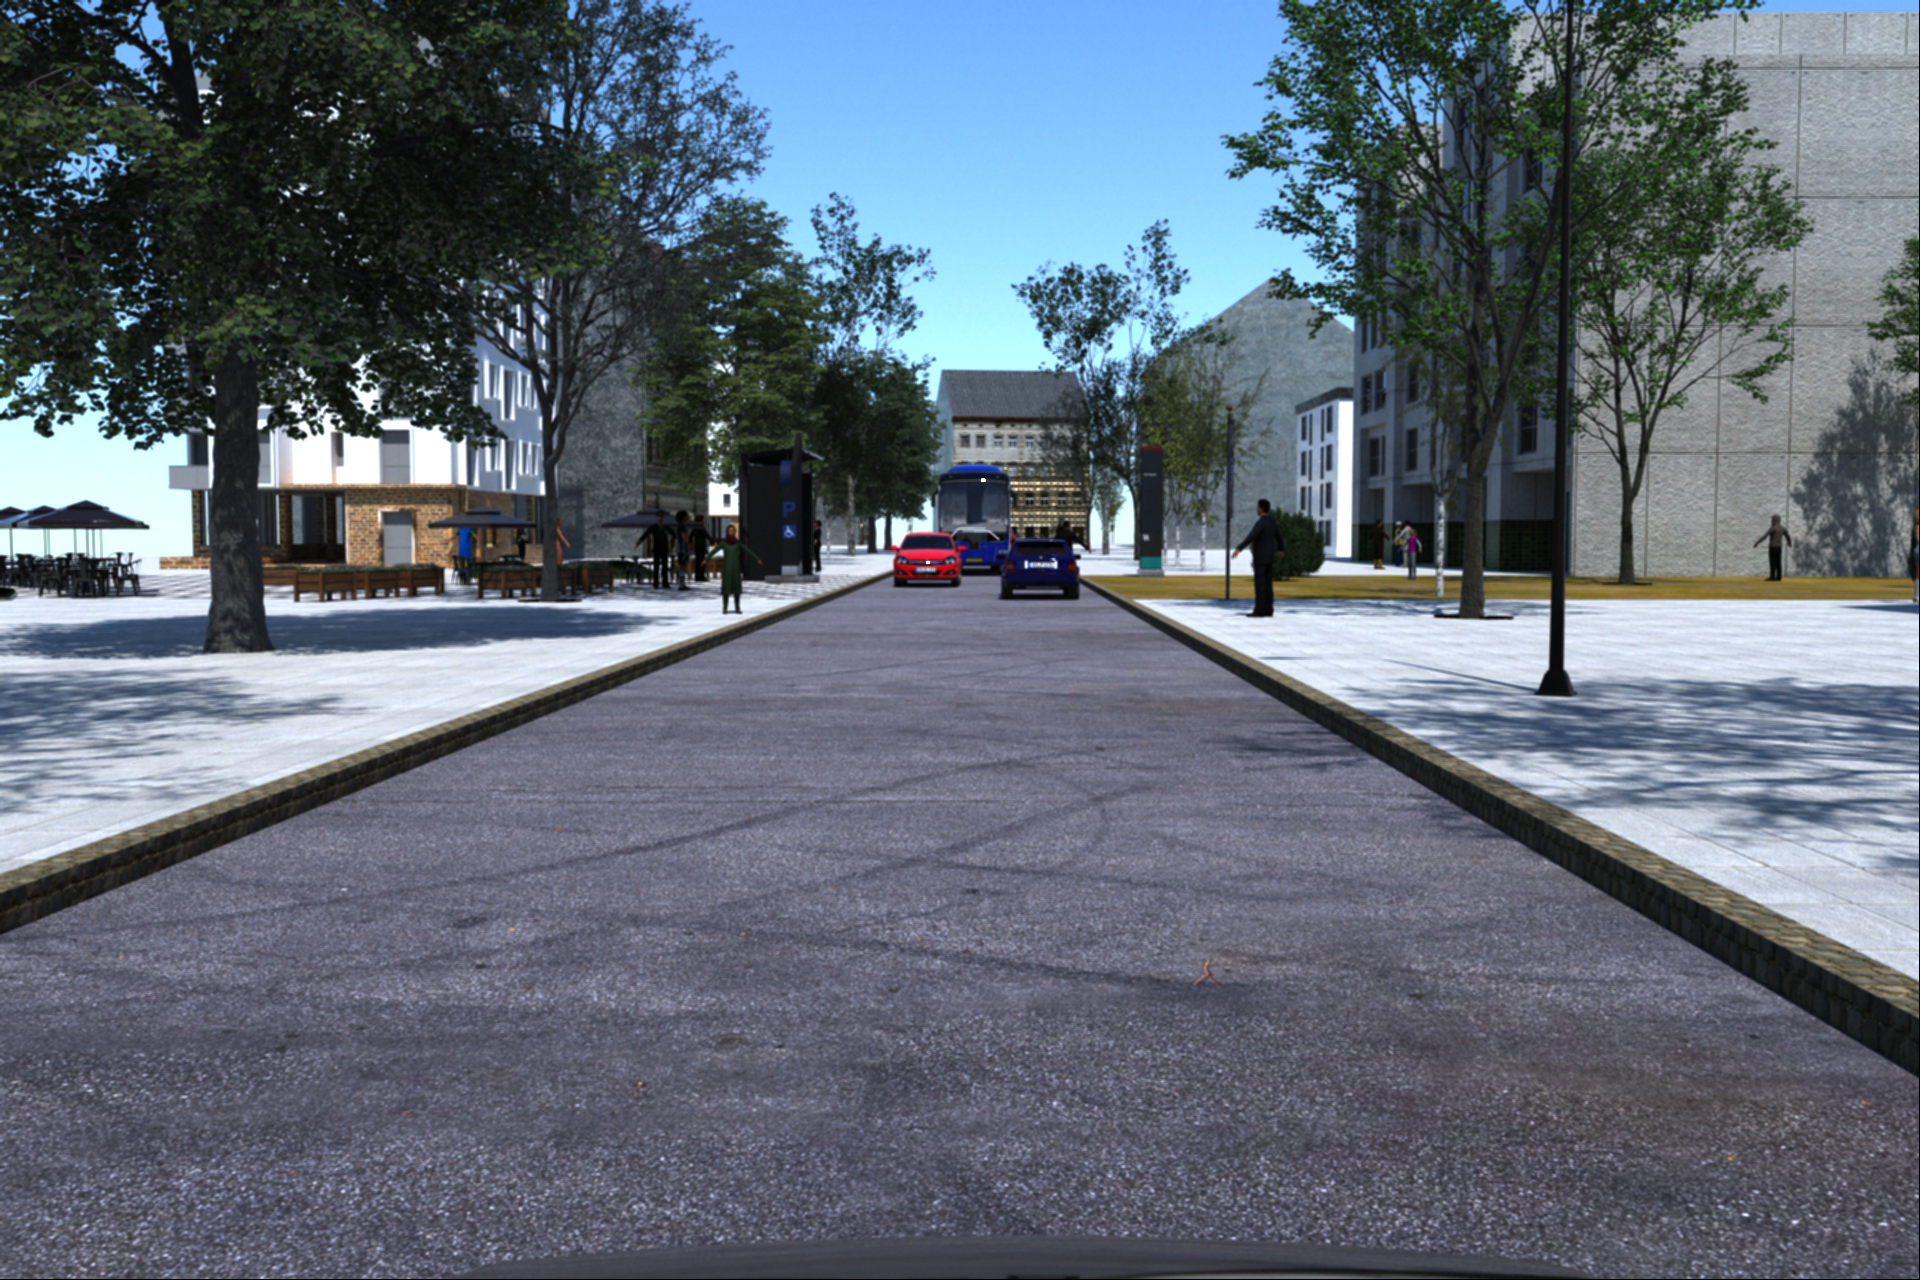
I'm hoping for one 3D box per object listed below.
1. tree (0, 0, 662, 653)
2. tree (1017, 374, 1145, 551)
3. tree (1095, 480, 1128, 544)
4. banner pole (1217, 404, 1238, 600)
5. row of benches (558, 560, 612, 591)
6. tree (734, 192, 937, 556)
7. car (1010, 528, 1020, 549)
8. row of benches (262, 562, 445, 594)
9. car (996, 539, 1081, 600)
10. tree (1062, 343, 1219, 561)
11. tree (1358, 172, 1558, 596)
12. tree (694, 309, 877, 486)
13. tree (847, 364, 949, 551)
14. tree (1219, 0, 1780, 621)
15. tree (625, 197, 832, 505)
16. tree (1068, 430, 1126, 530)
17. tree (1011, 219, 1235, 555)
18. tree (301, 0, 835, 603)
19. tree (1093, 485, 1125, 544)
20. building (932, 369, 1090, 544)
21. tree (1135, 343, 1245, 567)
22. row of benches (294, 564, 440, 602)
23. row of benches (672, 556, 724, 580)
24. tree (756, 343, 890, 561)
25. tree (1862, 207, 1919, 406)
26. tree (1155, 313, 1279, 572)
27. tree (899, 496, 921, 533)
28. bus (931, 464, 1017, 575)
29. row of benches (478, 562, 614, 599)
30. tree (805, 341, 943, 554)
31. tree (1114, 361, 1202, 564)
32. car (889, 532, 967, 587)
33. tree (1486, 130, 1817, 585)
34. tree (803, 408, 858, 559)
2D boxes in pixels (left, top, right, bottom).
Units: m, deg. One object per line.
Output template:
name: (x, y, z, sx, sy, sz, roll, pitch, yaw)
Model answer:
tree: (-7.917, -6.850, 18.652, 9.857, 13.997, 8.962, 0, 3, 0)
tree: (9.764, -13.517, 131.372, 12.009, 13.543, 11.850, 0, 3, 0)
tree: (20.183, -17.091, 229.805, 4.737, 8.622, 4.395, 0, 3, 0)
banner pole: (5.196, -2.647, 33.302, 0.401, 3.779, 0.863, 0, 4, 1)
row of benches: (-8.758, -1.508, 40.111, 1.422, 0.672, 4.104, 0, 4, 1)
tree: (-7.314, -14.872, 99.051, 12.611, 20.169, 13.585, 0, 3, 0)
car: (1.816, -4.682, 85.229, 2.281, 1.827, 5.304, 0, 4, 0)
row of benches: (-13.167, -1.352, 37.564, 4.104, 0.672, 1.422, 0, 4, -6)
car: (1.786, -1.630, 39.226, 1.945, 1.354, 3.894, 0, 4, 1)
tree: (8.740, -9.145, 83.932, 8.767, 10.594, 7.601, 2, 4, 26)
tree: (9.680, -5.212, 35.582, 4.360, 8.622, 3.978, 0, 3, 0)
tree: (-6.850, -8.375, 71.347, 7.601, 10.594, 8.767, 2, 4, 29)
tree: (-5.401, -13.688, 130.455, 9.857, 13.997, 8.962, 0, 3, 0)
tree: (7.953, -6.130, 25.976, 9.928, 11.665, 9.643, 0, 3, 0)
tree: (-7.684, -8.612, 58.928, 7.486, 12.596, 7.792, 0, 3, 0)
tree: (9.968, -10.204, 117.193, 4.360, 8.622, 3.978, 0, 3, 0)
tree: (9.742, -15.225, 104.824, 12.611, 20.169, 13.585, 0, 3, 0)
tree: (-7.618, -7.456, 32.276, 12.009, 13.543, 11.850, 0, 3, 0)
tree: (19.934, -16.783, 224.771, 4.360, 8.622, 3.978, 0, 3, 0)
building: (6.518, -24.324, 231.089, 18.063, 23.208, 19.493, -1, 4, -8)
tree: (8.542, -7.118, 66.744, 4.737, 8.622, 4.395, 0, 3, 0)
row of benches: (-11.781, -1.161, 34.451, 1.422, 0.672, 4.104, 1, 4, 16)
row of benches: (-7.107, -2.108, 49.923, 1.422, 0.672, 4.104, 1, 4, 21)
tree: (-7.114, -9.011, 81.740, 8.767, 10.594, 7.601, 2, 4, 24)
tree: (28.982, -7.430, 47.229, 9.928, 11.665, 9.643, 0, 3, 0)
tree: (8.038, -6.622, 58.625, 4.360, 8.622, 3.978, 0, 3, 0)
tree: (-6.641, -17.033, 228.843, 4.737, 8.622, 4.395, 0, 3, 0)
bus: (0.590, -4.459, 64.444, 2.896, 3.916, 12.251, 0, 4, 1)
row of benches: (-8.597, -1.256, 35.991, 1.422, 0.672, 4.104, 1, 4, 21)
tree: (-5.865, -12.644, 113.387, 9.857, 13.997, 8.962, 0, 3, 0)
tree: (8.787, -7.524, 73.378, 4.360, 8.622, 3.978, 0, 3, 0)
car: (-0.879, -2.402, 48.308, 2.155, 1.783, 4.494, 0, 4, 1)
tree: (17.033, -7.208, 43.606, 9.928, 11.665, 9.643, 0, 3, 0)
tree: (-6.774, -8.523, 89.714, 4.360, 8.622, 3.978, 0, 3, 0)
